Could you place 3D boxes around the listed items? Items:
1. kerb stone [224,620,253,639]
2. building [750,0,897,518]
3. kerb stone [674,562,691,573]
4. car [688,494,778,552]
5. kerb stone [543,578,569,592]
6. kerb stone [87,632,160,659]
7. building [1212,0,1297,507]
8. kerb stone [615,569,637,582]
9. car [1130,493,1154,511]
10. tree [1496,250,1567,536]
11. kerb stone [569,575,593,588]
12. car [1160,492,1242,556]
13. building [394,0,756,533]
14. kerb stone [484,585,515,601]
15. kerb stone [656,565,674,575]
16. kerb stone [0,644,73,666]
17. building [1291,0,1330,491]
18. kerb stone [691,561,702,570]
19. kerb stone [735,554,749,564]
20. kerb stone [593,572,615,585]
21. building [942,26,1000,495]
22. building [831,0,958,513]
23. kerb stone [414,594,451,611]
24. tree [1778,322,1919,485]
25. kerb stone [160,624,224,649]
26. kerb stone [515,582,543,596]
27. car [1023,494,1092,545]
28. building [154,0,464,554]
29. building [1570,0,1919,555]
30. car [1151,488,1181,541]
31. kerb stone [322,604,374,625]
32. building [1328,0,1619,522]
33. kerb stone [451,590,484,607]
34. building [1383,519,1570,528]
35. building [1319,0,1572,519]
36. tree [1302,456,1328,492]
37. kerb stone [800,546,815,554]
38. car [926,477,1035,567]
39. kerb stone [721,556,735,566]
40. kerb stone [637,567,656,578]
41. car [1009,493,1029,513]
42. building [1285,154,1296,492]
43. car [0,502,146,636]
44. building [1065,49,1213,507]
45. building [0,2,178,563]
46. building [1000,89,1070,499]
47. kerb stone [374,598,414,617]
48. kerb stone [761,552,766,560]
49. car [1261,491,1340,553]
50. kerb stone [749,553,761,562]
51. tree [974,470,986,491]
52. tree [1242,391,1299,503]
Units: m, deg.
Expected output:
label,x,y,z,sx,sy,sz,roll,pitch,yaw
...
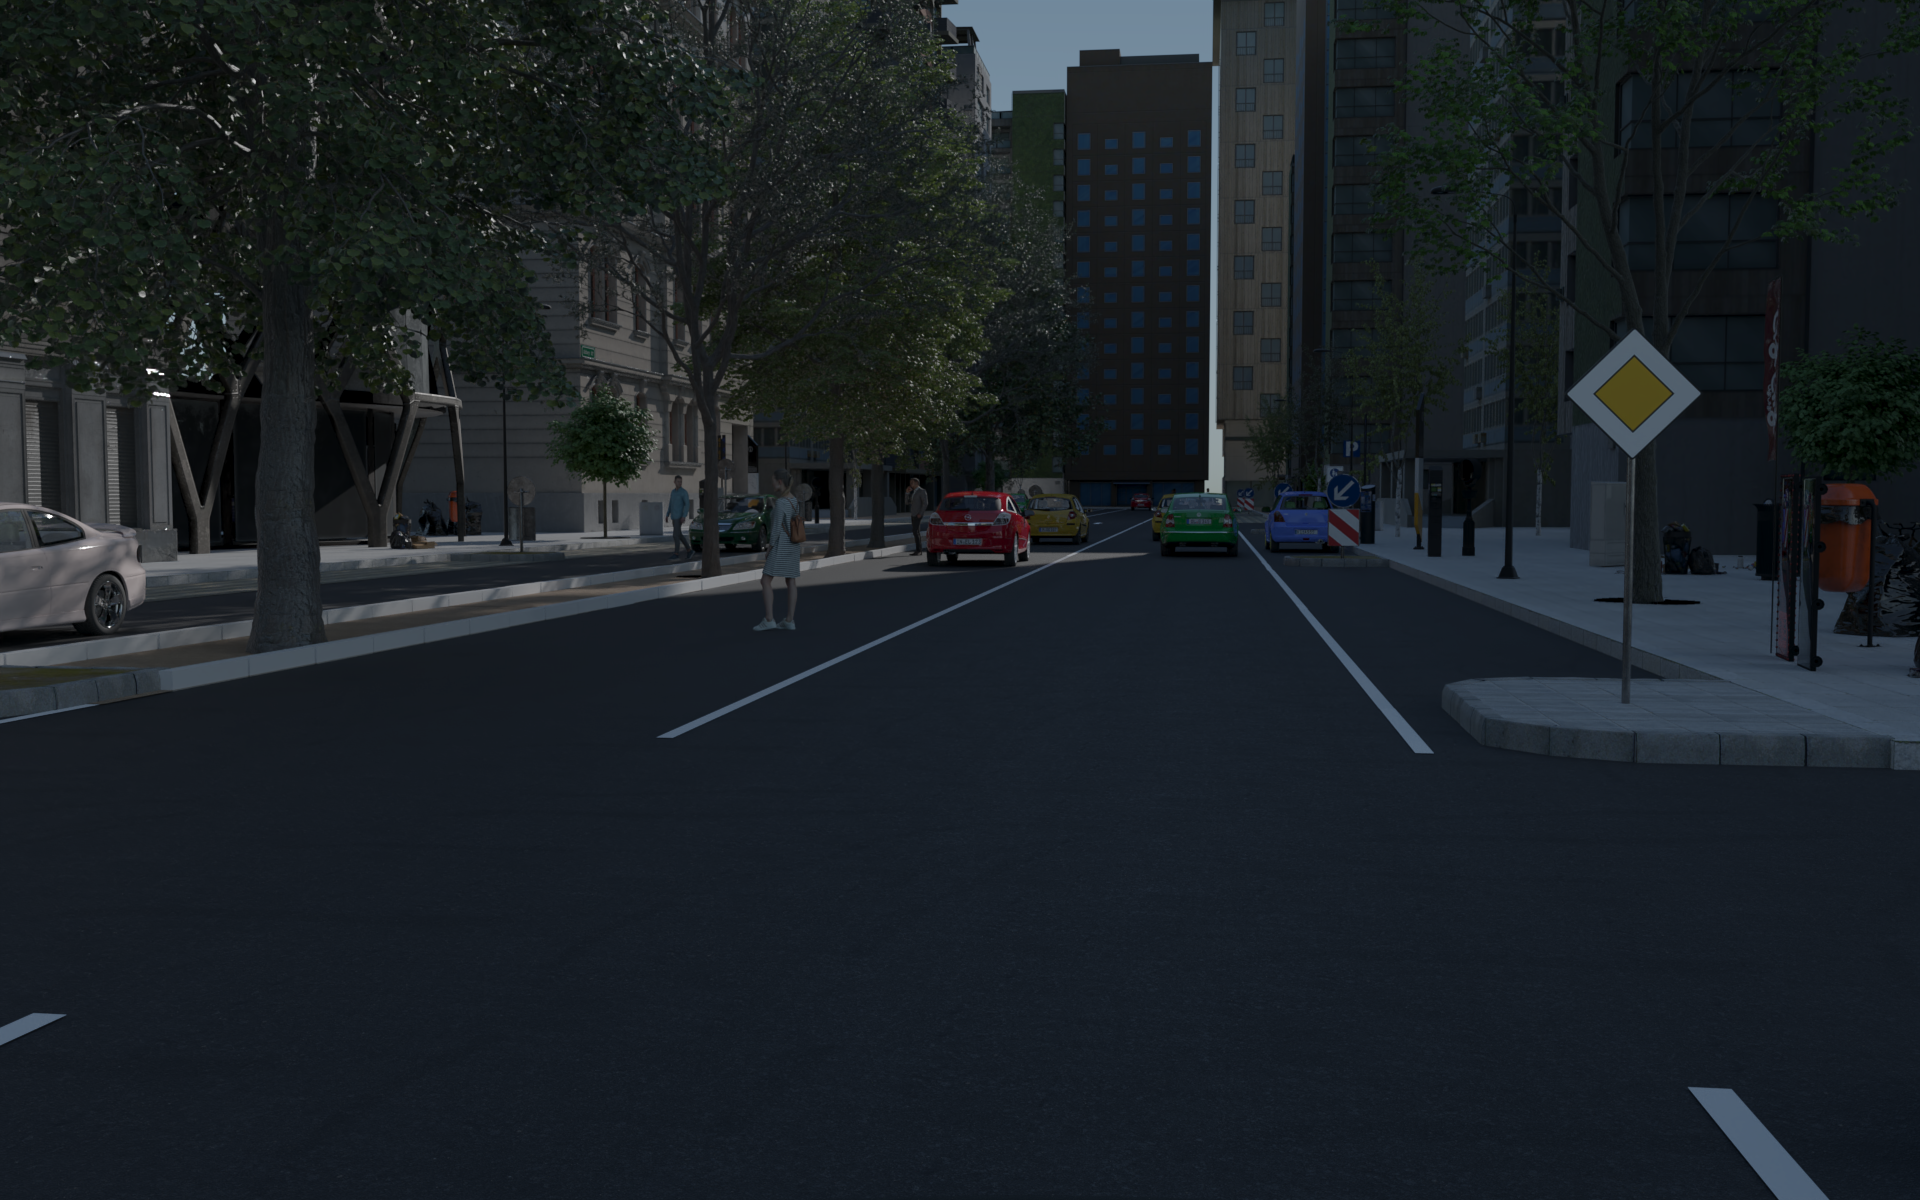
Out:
label,x,y,z,sx,sy,sz,roll,pitch,yaw
kerb stone,-7.196,0.291,17.435,0.120,0.150,1.000,0,4,8
building,-20.883,-25.094,102.175,32.217,40.220,23.993,0,4,8
kerb stone,-5.175,-0.572,31.643,0.120,0.150,1.000,0,4,8
car,-5.537,-1.999,44.484,2.131,1.459,4.920,1,4,9
kerb stone,-6.041,-0.205,25.549,0.120,0.150,1.000,0,4,8
kerb stone,-7.493,0.416,15.402,0.120,0.150,1.000,0,4,8
building,40.164,-36.226,181.528,27.495,52.752,28.713,0,4,8
kerb stone,-5.602,-0.391,28.591,0.120,0.150,1.000,0,4,8
car,15.848,-8.685,151.038,2.155,1.783,4.494,0,4,8
tree,18.119,-6.295,53.285,4.737,8.622,4.395,0,3,0
kerb stone,-5.904,-0.264,26.563,0.120,0.150,1.000,0,4,8
car,5.723,-1.983,41.226,1.959,1.807,4.718,1,4,9
building,-17.043,-17.188,68.418,14.401,28.519,23.554,0,4,8
kerb stone,-6.332,-0.076,23.514,0.120,0.150,1.000,0,4,8
kerb stone,-5.316,-0.514,30.630,0.120,0.150,1.000,0,4,8
kerb stone,-7.630,0.478,14.382,0.120,0.150,1.000,0,4,8
building,33.328,-29.634,134.634,14.600,45.320,14.200,0,4,8
kerb stone,-5.033,-0.636,32.655,0.120,0.150,1.000,0,4,8
kerb stone,-4.594,-0.825,35.692,0.120,0.150,1.000,0,4,8
kerb stone,-5.756,-0.329,27.574,0.120,0.150,1.000,0,4,8
building,-4.544,-28.861,155.474,14.086,41.232,14.154,0,4,8
building,-12.100,-28.953,128.010,22.147,44.769,28.867,0,4,8
kerb stone,-6.621,0.043,21.490,0.120,0.150,1.000,0,4,8
tree,17.215,-3.026,33.185,4.285,4.588,4.351,0,3,0
kerb stone,-7.342,0.353,16.423,0.120,0.150,1.000,0,4,8
kerb stone,-6.192,-0.141,24.530,0.120,0.150,1.000,0,4,8
car,2.794,-2.458,50.407,2.015,1.641,3.980,1,4,9
building,-21.774,-10.761,43.400,16.820,18.784,16.811,0,4,8
building,21.819,-16.505,41.558,14.160,30.474,14.107,0,4,8
car,6.950,-2.685,54.116,2.015,1.641,3.980,1,4,10
kerb stone,-6.906,0.167,19.463,0.120,0.150,1.000,0,4,8
building,27.639,-19.923,97.436,14.160,30.474,14.107,0,4,8
kerb stone,-6.476,-0.017,22.502,0.120,0.150,1.000,0,4,8
building,34.045,-23.106,69.672,32.217,40.220,23.993,0,4,8
building,39.989,-25.854,114.592,32.217,40.220,23.993,0,4,8
tree,18.080,-5.763,88.834,1.663,3.219,1.824,0,3,0
kerb stone,-3.732,-1.195,41.777,0.120,0.150,1.000,0,4,8
car,0.430,-1.637,35.801,2.155,1.783,4.494,0,4,7
kerb stone,-4.743,-0.759,34.680,0.120,0.150,1.000,0,4,8
kerb stone,-5.465,-0.453,29.609,0.120,0.150,1.000,0,4,8
car,3.299,-5.830,104.119,1.959,1.807,4.718,0,4,7
building,35.208,-23.083,149.113,14.160,30.474,14.107,0,4,8
car,-9.708,-0.244,16.358,2.083,1.381,4.827,0,4,7
building,18.518,-32.264,177.623,14.200,45.320,14.600,0,4,8
building,-20.912,-10.722,24.452,9.793,20.994,18.267,0,4,8
building,4.477,-30.328,179.454,14.086,41.232,14.154,0,4,8
kerb stone,-6.766,0.107,20.478,0.120,0.150,1.000,0,4,8
kerb stone,-4.309,-0.949,37.717,0.120,0.150,1.000,0,4,8
car,8.589,-2.081,43.614,1.945,1.707,3.694,0,4,7
kerb stone,-4.456,-0.887,36.705,0.120,0.150,1.000,0,4,8
tree,1.938,-8.747,137.613,1.663,3.219,1.824,0,3,0
tree,23.025,-10.776,126.550,4.737,8.622,4.395,0,3,0
